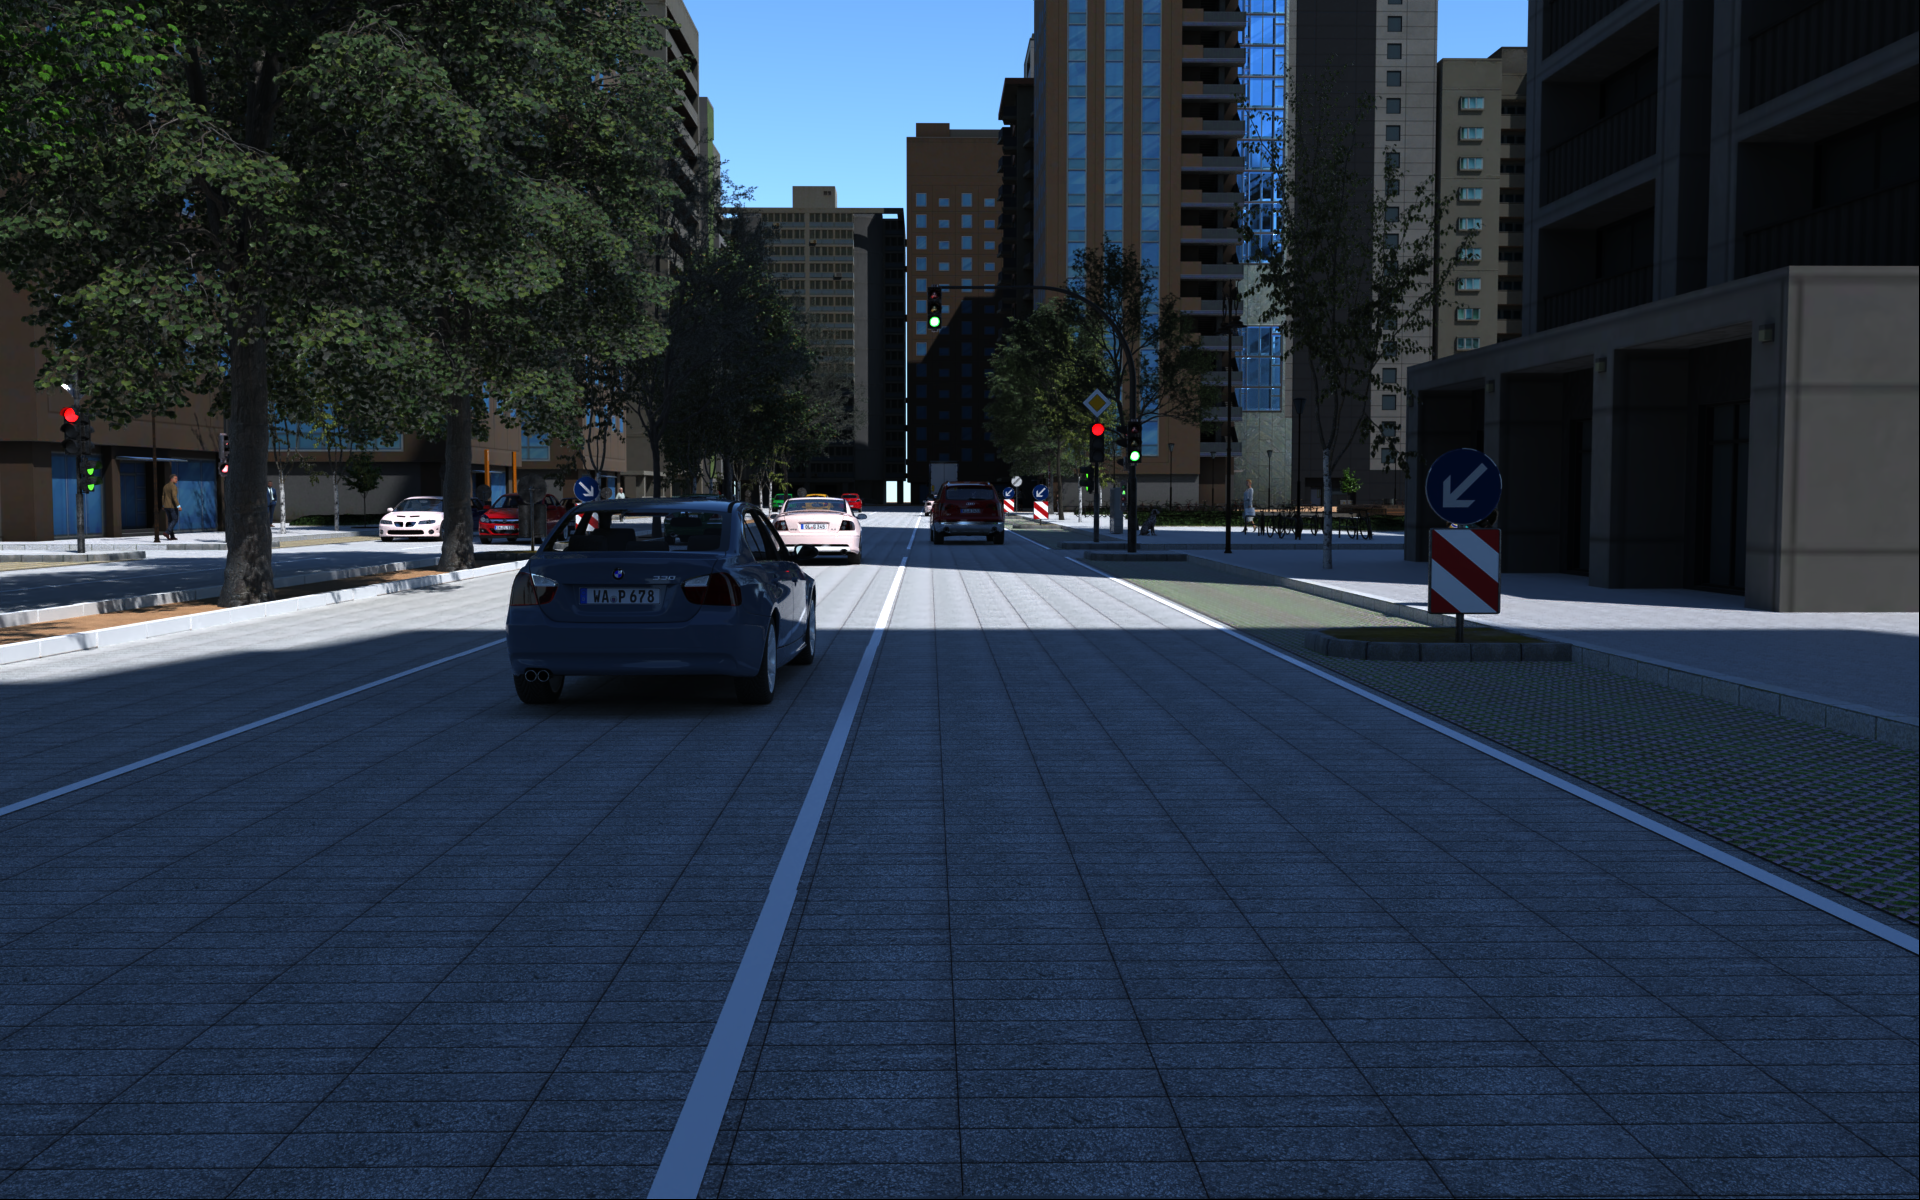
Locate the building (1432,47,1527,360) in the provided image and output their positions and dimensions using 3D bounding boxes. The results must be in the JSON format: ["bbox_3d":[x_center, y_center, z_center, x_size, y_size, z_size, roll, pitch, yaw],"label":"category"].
[{"bbox_3d":[58.815,-34.377,185.760,21.600,48.544,21.300,0,4,-1],"label":"building"}]

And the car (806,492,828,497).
[{"bbox_3d":[-8.371,-5.602,101.822,2.015,1.641,3.980,0,4,0],"label":"car"}]

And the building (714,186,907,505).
[{"bbox_3d":[-18.588,-32.377,221.249,23.993,40.220,32.217,0,4,-1],"label":"building"}]

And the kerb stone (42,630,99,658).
[{"bbox_3d":[-8.100,0.401,15.635,0.120,0.150,1.000,0,4,-1],"label":"kerb stone"}]

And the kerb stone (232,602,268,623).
[{"bbox_3d":[-8.169,0.151,19.731,0.120,0.150,1.000,0,4,-1],"label":"kerb stone"}]

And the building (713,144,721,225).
[{"bbox_3d":[-41.268,-36.129,214.412,21.600,48.544,21.300,0,4,-1],"label":"building"}]

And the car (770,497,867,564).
[{"bbox_3d":[-3.009,-1.483,36.603,2.083,1.381,4.827,0,4,-3],"label":"car"}]

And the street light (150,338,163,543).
[{"bbox_3d":[-21.297,-4.463,45.757,0.468,5.910,1.993,0,4,-1],"label":"street light"}]

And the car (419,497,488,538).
[{"bbox_3d":[-17.076,-2.796,58.303,1.945,1.354,3.894,0,4,1],"label":"car"}]

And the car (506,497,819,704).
[{"bbox_3d":[-2.122,-0.067,13.105,2.014,1.417,4.499,0,4,1],"label":"car"}]

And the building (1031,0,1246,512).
[{"bbox_3d":[12.792,-29.271,128.697,14.600,45.320,14.200,0,4,-1],"label":"building"}]

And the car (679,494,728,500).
[{"bbox_3d":[-7.448,-2.359,50.364,2.131,1.459,4.920,0,4,-1],"label":"car"}]

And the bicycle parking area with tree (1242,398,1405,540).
[{"bbox_3d":[12.738,-3.978,52.046,8.231,4.147,9.016,1,4,9],"label":"bicycle parking area with tree"}]

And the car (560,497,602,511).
[{"bbox_3d":[-13.189,-2.903,60.039,1.945,1.354,3.894,0,4,-2],"label":"car"}]

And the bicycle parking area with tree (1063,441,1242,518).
[{"bbox_3d":[10.239,-6.660,95.889,8.231,4.147,9.016,-2,4,-33],"label":"bicycle parking area with tree"}]

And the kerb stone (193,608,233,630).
[{"bbox_3d":[-8.147,0.214,18.709,0.120,0.150,1.000,0,4,-1],"label":"kerb stone"}]

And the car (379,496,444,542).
[{"bbox_3d":[-16.573,-2.533,53.782,2.083,1.381,4.827,0,4,-2],"label":"car"}]

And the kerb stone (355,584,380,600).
[{"bbox_3d":[-8.243,-0.099,23.855,0.120,0.150,1.000,0,4,-1],"label":"kerb stone"}]

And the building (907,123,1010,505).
[{"bbox_3d":[0.671,-34.388,212.356,14.200,45.320,14.600,0,4,-1],"label":"building"}]

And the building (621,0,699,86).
[{"bbox_3d":[-35.279,-32.496,155.018,21.300,48.544,21.600,0,4,-1],"label":"building"}]

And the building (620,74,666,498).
[{"bbox_3d":[-39.539,-26.918,131.985,32.217,40.220,23.993,0,4,-1],"label":"building"}]

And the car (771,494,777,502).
[{"bbox_3d":[-18.587,-10.366,179.704,2.015,1.641,3.980,0,4,-3],"label":"car"}]

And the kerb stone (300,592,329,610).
[{"bbox_3d":[-8.208,0.025,21.800,0.120,0.150,1.000,0,4,-1],"label":"kerb stone"}]

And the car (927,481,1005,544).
[{"bbox_3d":[0.177,-2.578,50.822,2.281,1.827,5.304,0,4,-3],"label":"car"}]

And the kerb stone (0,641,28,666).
[{"bbox_3d":[-8.080,0.464,14.602,0.120,0.150,1.000,0,4,-1],"label":"kerb stone"}]

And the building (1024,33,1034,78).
[{"bbox_3d":[22.429,-41.160,214.967,28.212,58.520,21.231,0,4,-1],"label":"building"}]

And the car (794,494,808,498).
[{"bbox_3d":[-15.591,-10.052,173.141,1.959,1.807,4.718,0,4,-1],"label":"car"}]

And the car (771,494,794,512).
[{"bbox_3d":[-14.128,-7.976,139.209,1.959,1.807,4.718,0,4,-2],"label":"car"}]

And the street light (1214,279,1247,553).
[{"bbox_3d":[5.819,-3.953,37.420,0.468,5.910,1.993,0,4,-1],"label":"street light"}]

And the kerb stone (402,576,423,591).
[{"bbox_3d":[-8.281,-0.227,25.906,0.120,0.150,1.000,0,4,-1],"label":"kerb stone"}]

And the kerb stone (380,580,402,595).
[{"bbox_3d":[-8.264,-0.164,24.880,0.120,0.150,1.000,0,4,-1],"label":"kerb stone"}]

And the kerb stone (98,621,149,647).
[{"bbox_3d":[-8.110,0.339,16.657,0.120,0.150,1.000,0,4,-1],"label":"kerb stone"}]

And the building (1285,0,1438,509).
[{"bbox_3d":[37.707,-45.677,185.078,20.611,71.187,20.563,0,4,-1],"label":"building"}]

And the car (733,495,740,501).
[{"bbox_3d":[-18.099,-7.504,134.692,2.014,1.417,4.499,0,3,0],"label":"car"}]

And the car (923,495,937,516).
[{"bbox_3d":[-1.370,-6.133,112.642,2.083,1.381,4.827,0,4,-1],"label":"car"}]

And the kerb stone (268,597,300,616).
[{"bbox_3d":[-8.187,0.090,20.761,0.120,0.150,1.000,0,4,-1],"label":"kerb stone"}]

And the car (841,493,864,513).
[{"bbox_3d":[-8.604,-7.752,135.791,2.155,1.783,4.494,0,4,-2],"label":"car"}]

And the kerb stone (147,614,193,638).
[{"bbox_3d":[-8.134,0.276,17.682,0.120,0.150,1.000,0,4,-1],"label":"kerb stone"}]

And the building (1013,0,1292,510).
[{"bbox_3d":[16.584,-51.217,150.070,22.319,86.520,31.000,0,4,-1],"label":"building"}]

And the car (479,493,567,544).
[{"bbox_3d":[-12.839,-2.569,51.043,2.155,1.783,4.494,0,4,1],"label":"car"}]

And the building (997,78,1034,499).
[{"bbox_3d":[15.151,-32.223,181.471,22.147,44.769,28.867,0,4,-1],"label":"building"}]

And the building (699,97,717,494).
[{"bbox_3d":[-32.327,-29.940,173.107,14.154,41.232,14.086,0,4,-1],"label":"building"}]

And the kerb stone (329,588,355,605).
[{"bbox_3d":[-8.231,-0.039,22.826,0.120,0.150,1.000,0,4,-1],"label":"kerb stone"}]
